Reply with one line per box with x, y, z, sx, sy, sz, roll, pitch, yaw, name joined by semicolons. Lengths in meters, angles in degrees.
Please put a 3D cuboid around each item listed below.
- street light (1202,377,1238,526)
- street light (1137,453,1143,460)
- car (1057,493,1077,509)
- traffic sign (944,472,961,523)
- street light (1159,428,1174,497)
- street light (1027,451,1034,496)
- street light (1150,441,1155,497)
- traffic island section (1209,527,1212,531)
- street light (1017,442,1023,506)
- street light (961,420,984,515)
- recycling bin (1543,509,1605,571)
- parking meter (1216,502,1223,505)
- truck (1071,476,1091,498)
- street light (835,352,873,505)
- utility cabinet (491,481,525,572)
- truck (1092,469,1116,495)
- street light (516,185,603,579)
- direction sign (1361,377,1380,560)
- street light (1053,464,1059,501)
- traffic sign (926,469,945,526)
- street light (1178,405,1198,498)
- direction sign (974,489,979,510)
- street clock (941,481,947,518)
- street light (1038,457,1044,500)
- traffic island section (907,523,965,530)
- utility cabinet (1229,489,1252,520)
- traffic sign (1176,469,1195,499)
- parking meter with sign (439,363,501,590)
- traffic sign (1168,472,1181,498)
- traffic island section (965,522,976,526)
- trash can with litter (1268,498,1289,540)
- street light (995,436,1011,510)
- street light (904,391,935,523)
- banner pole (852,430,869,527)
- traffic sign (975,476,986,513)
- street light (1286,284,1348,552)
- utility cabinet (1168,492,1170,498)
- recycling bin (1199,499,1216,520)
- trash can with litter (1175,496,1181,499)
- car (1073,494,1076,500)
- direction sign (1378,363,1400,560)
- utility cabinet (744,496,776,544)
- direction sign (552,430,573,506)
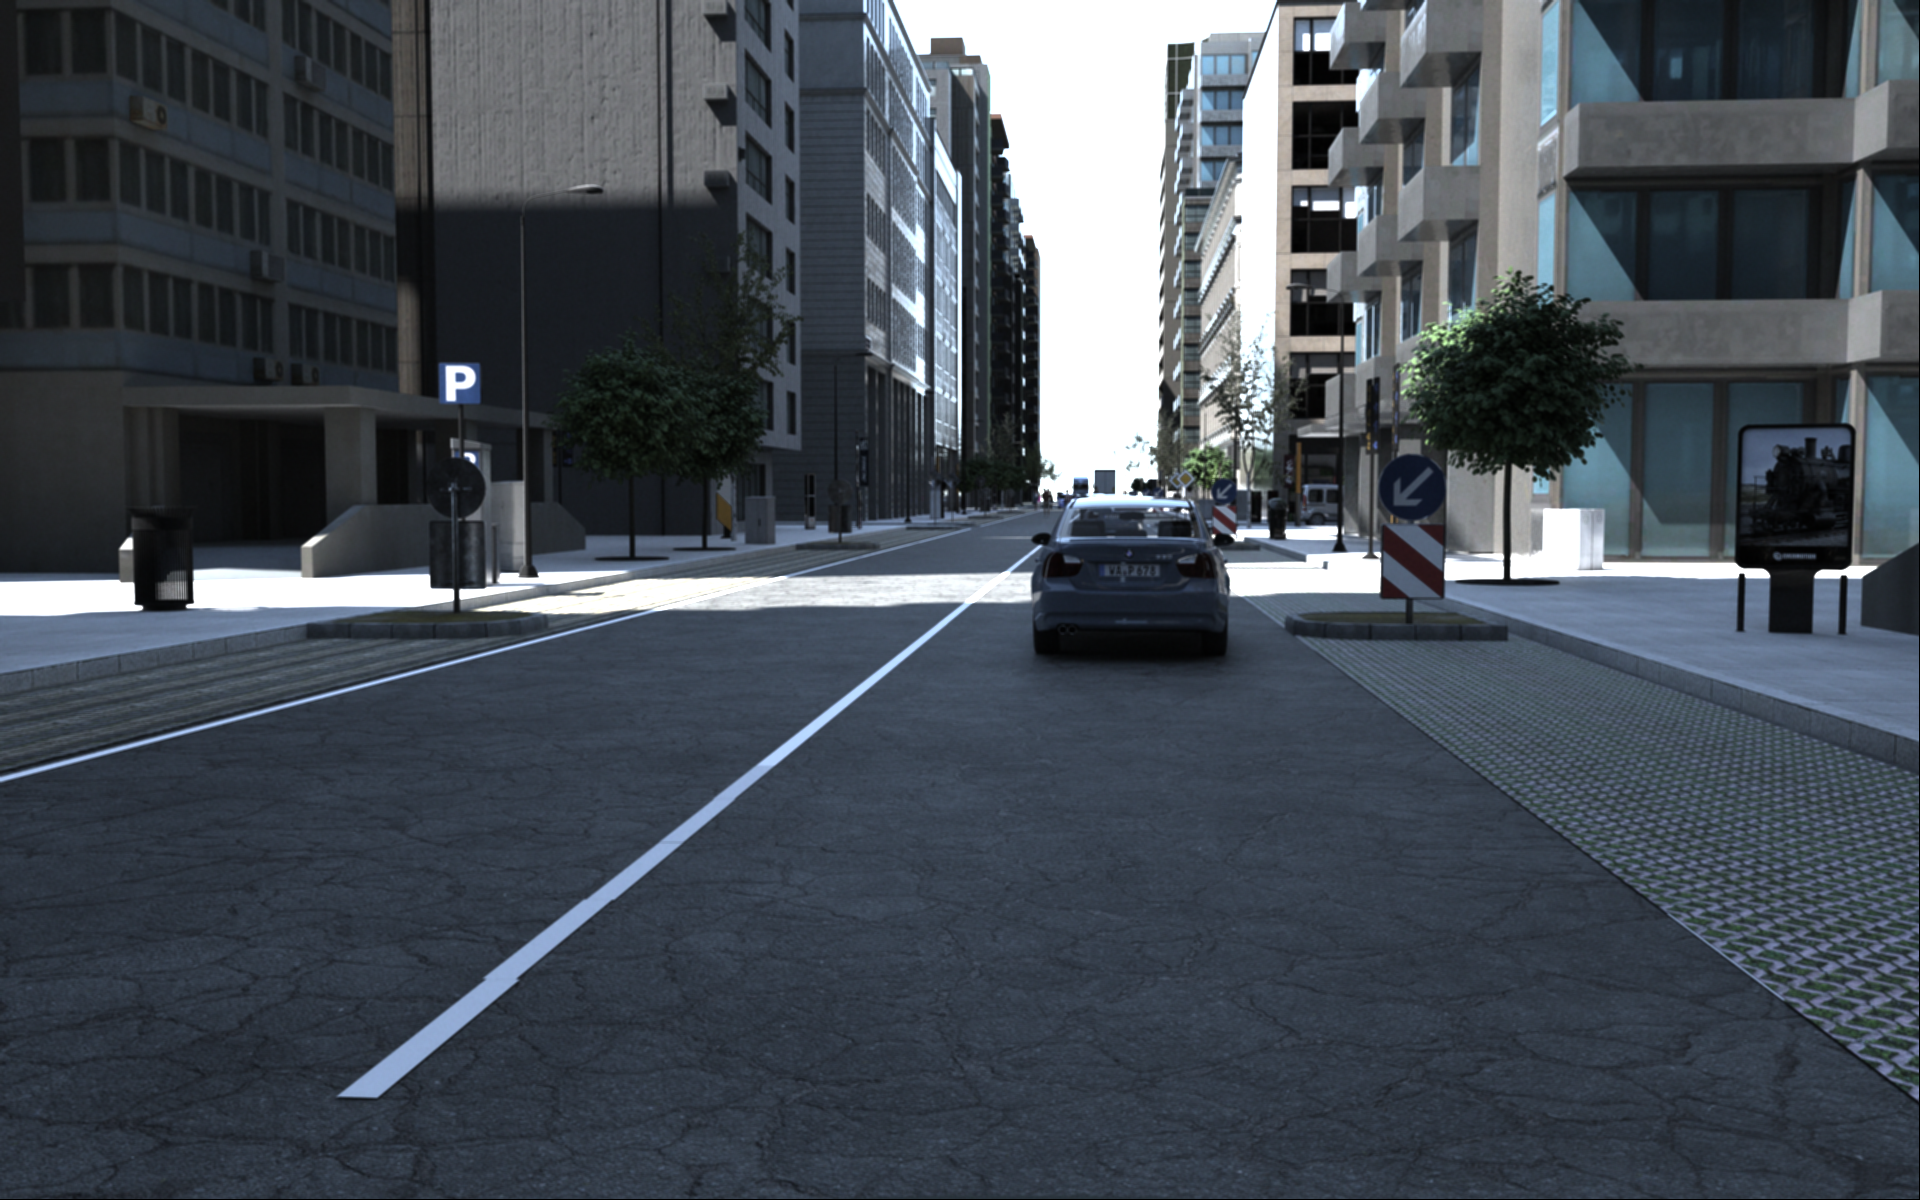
10.422;-5.900;69.006;1.470;5.913;1.316;0;4;5;street light
21.254;-13.775;197.754;1.470;5.913;1.316;0;4;5;street light
10.489;-9.804;169.894;1.945;1.707;3.694;0;4;3;car
-0.338;-4.547;77.986;0.795;2.450;0.064;0;4;5;traffic sign
14.734;-9.089;121.148;1.470;5.913;1.316;0;4;5;street light
7.180;-13.014;185.316;1.470;5.913;1.316;0;4;5;street light
17.262;-10.948;151.545;1.470;5.913;1.316;0;4;5;street light
9.028;-2.873;69.249;2.009;0.180;2.903;0;4;5;traffic island section
4.758;-11.154;154.910;1.470;5.913;1.316;0;4;5;street light
0.808;-8.304;108.315;1.470;5.913;1.316;0;4;5;street light
10.324;-1.014;29.140;0.722;1.027;0.722;-2;4;-34;recycling bin
11.779;-4.463;78.686;0.399;1.863;0.255;1;4;10;parking meter
18.164;-16.679;262.465;2.967;4.110;18.799;0;4;3;truck
-3.535;-5.155;56.824;1.470;5.913;1.316;0;4;5;street light
-7.479;-1.227;28.740;0.318;1.500;1.173;-2;4;-33;utility cabinet
16.632;-12.870;199.340;2.839;4.237;11.283;0;4;4;truck
-6.057;-3.285;26.243;1.470;5.913;1.316;0;4;5;street light
8.076;-2.567;33.960;0.379;3.537;0.876;0;4;-1;direction sign
14.152;-18.110;268.642;1.470;5.913;1.316;0;4;5;street light
-1.003;-4.060;70.028;0.795;2.450;0.064;0;4;5;traffic sign
12.284;-7.230;90.745;1.470;5.913;1.316;0;4;5;street light
1.365;-9.231;142.915;0.876;3.537;0.379;-1;4;-12;direction sign
-0.959;-5.292;91.097;0.471;2.002;0.358;-3;5;-39;street clock
9.701;-14.873;215.713;1.470;5.913;1.316;0;4;5;street light
-1.028;-2.924;70.092;2.009;0.180;2.903;0;4;5;traffic island section
13.554;-4.591;83.741;0.318;1.500;1.173;-3;5;-44;utility cabinet
9.004;-4.008;69.174;0.795;2.450;0.064;0;4;5;traffic sign
-6.724;-1.694;23.950;0.543;3.016;1.738;0;4;-5;parking meter with sign
9.670;-4.495;77.131;0.795;2.450;0.064;0;4;5;traffic sign
-0.362;-3.411;78.050;2.009;0.180;2.903;0;4;5;traffic island section
9.069;-2.300;48.990;0.624;1.170;1.055;0;4;0;trash can with litter
3.409;-10.188;139.108;1.470;5.913;1.316;0;4;5;street light
-1.807;-6.446;77.926;1.470;5.913;1.316;0;4;5;street light
-3.857;-4.743;67.558;0.863;3.779;0.401;3;5;40;banner pole
1.402;-7.321;119.810;0.768;2.556;0.104;1;4;10;traffic sign
7.902;-4.027;38.385;1.470;5.913;1.316;0;4;5;street light
18.640;-8.684;150.654;1.173;1.500;0.318;2;4;29;utility cabinet
12.317;-4.485;85.890;0.722;1.027;0.722;-1;4;-23;recycling bin
15.697;-6.999;125.814;0.624;1.170;1.055;-1;4;-16;trash can with litter
12.165;-11.070;193.003;2.014;1.417;4.499;0;4;4;car
7.630;-2.348;30.385;0.379;3.537;0.876;1;4;9;direction sign
-5.151;-2.043;44.563;0.306;1.237;1.020;-3;5;-40;utility cabinet
-11.534;-3.543;49.932;0.379;3.537;0.876;3;5;43;direction sign
